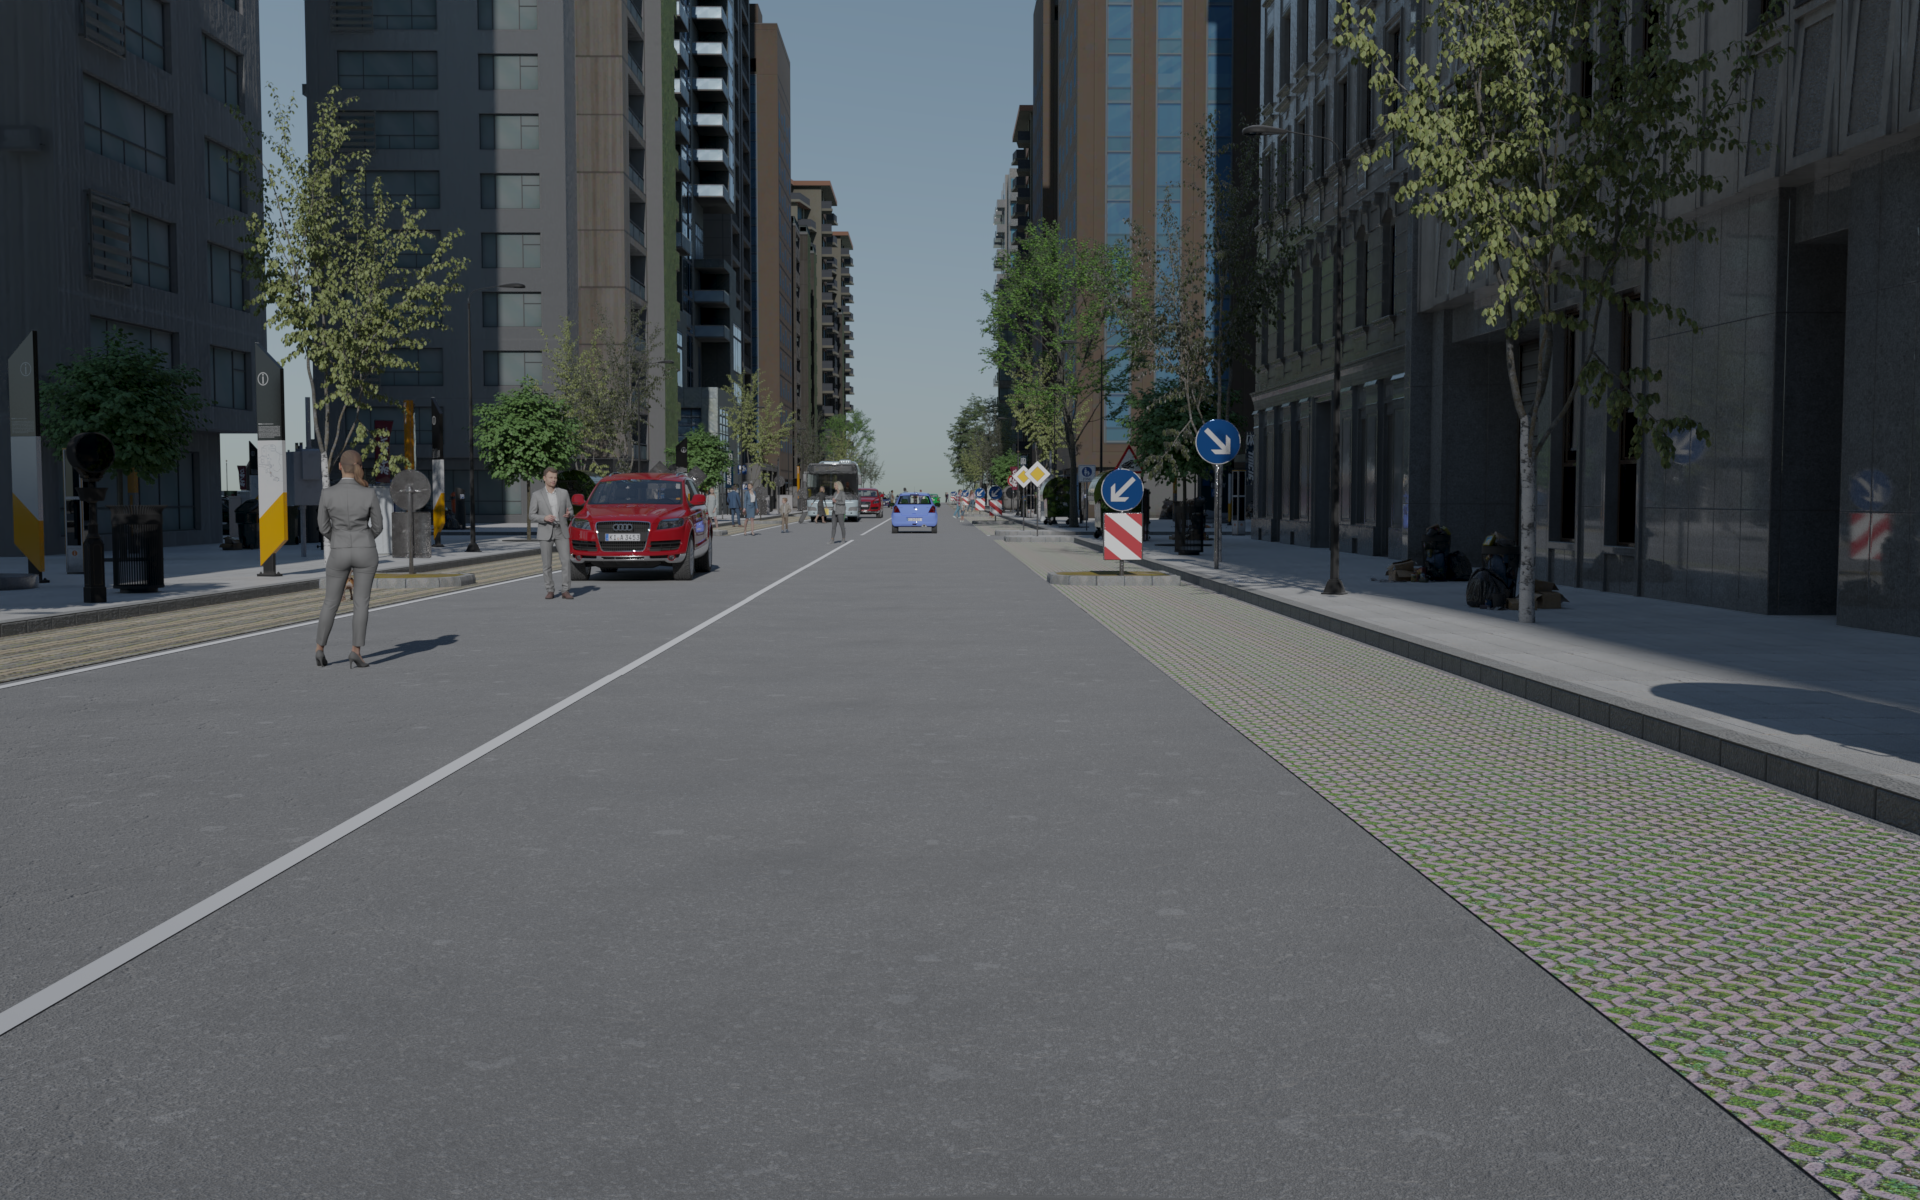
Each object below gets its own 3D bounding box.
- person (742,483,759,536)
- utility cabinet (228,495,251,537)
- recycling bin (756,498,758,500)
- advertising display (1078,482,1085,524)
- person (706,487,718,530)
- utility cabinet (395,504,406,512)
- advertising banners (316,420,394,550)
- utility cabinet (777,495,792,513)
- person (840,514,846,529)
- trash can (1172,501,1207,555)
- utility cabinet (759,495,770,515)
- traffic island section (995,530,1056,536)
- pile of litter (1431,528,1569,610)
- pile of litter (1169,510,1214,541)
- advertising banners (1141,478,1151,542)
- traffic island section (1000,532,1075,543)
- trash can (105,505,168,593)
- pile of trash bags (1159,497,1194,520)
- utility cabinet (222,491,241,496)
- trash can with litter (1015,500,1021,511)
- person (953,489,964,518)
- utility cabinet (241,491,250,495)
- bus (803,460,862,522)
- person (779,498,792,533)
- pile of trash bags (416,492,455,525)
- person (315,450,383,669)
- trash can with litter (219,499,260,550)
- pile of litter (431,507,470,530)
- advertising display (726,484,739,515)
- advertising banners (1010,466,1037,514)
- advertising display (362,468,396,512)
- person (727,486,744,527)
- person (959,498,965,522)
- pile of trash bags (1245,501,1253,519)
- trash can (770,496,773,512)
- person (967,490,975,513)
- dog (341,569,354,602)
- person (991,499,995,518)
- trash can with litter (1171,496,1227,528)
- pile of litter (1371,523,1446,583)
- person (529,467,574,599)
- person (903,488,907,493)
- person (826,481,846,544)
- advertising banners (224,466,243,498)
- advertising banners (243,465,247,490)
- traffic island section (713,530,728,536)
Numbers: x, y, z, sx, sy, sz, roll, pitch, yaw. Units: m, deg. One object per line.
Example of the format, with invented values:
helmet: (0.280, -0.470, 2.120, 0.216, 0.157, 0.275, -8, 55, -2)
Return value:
person: (-7.231, -3.125, 59.620, 0.581, 1.822, 0.654, -1, 4, -23)
utility cabinet: (-21.420, -2.470, 51.540, 0.306, 1.237, 1.020, -3, 5, -42)
recycling bin: (-13.489, -6.063, 111.678, 0.722, 1.027, 0.722, -2, 4, -28)
advertising display: (5.286, -4.286, 75.283, 0.123, 1.923, 0.974, 1, 4, 13)
person: (-9.307, -3.399, 65.071, 0.512, 1.701, 0.522, 0, 4, -1)
utility cabinet: (-22.652, -3.587, 69.808, 1.020, 1.237, 0.306, 0, 4, 3)
advertising banners: (-14.055, -2.700, 40.328, 0.090, 3.025, 2.074, 3, 4, 37)
utility cabinet: (-12.055, -6.612, 119.273, 1.020, 1.237, 0.306, -2, 4, -30)
person: (-4.800, -3.564, 71.016, 0.306, 1.304, 0.590, 1, 4, 16)
trash can: (4.820, -1.516, 36.435, 0.748, 1.137, 0.748, 0, 3, 0)
utility cabinet: (-12.247, -5.946, 108.372, 0.306, 1.237, 1.020, -2, 4, -32)
traffic island section: (2.242, -2.337, 60.486, 2.009, 0.180, 2.903, 0, 4, -1)
pile of litter: (6.430, -0.356, 19.787, 1.719, 0.858, 1.176, -3, 5, -39)
pile of litter: (6.467, -2.105, 48.389, 1.176, 0.858, 1.719, 0, 4, -6)
advertising banners: (5.009, -3.099, 46.862, 0.090, 3.025, 2.074, 1, 4, 13)
traffic island section: (2.364, -1.848, 52.501, 2.009, 0.180, 2.903, 0, 4, -1)
trash can: (-10.715, -0.668, 22.574, 0.748, 1.137, 0.748, 0, 3, 0)
pile of trash bags: (11.644, -4.728, 87.049, 3.447, 1.369, 1.912, 3, 4, 36)
utility cabinet: (-47.668, -6.365, 112.742, 0.318, 1.500, 1.173, 3, 5, 44)
trash can with litter: (4.615, -7.373, 131.930, 0.624, 1.170, 1.055, -3, 4, -37)
person: (-0.097, -5.712, 102.727, 0.643, 1.720, 0.563, 0, 4, 6)
utility cabinet: (-47.660, -6.512, 115.153, 0.318, 1.500, 1.173, 1, 4, 20)
bus: (-6.628, -5.958, 92.266, 2.948, 3.499, 13.247, 0, 4, -3)
person: (-6.434, -3.123, 63.836, 0.475, 1.303, 0.640, 0, 4, 3)
pile of trash bags: (-22.392, -3.828, 72.337, 3.447, 1.369, 1.912, -2, 4, -34)
person: (-5.058, -0.339, 14.320, 0.520, 1.790, 0.573, -2, 4, -29)
trash can with litter: (-16.481, -1.740, 39.831, 0.624, 1.170, 1.055, 1, 4, 19)
pile of litter: (-18.325, -2.949, 62.175, 1.719, 0.858, 1.176, 3, 4, 38)
advertising display: (-13.906, -6.155, 105.847, 0.123, 1.923, 0.974, 3, 5, 39)
advertising banners: (4.201, -6.942, 109.697, 2.074, 3.025, 0.090, 0, 4, 6)
advertising display: (-14.410, -2.293, 42.706, 0.974, 1.923, 0.123, 0, 4, 5)
person: (-9.735, -4.055, 74.982, 0.721, 1.800, 0.419, 1, 4, 17)
person: (0.108, -4.593, 88.273, 0.352, 1.250, 0.332, 1, 4, 21)
pile of trash bags: (14.658, -4.854, 89.113, 1.912, 1.369, 3.447, -2, 4, -26)
trash can: (-13.559, -6.792, 122.699, 0.748, 1.137, 0.748, 0, 3, 0)
person: (0.764, -7.230, 127.296, 0.593, 1.750, 0.643, -1, 4, -22)
dog: (-8.165, -0.232, 23.075, 0.540, 0.507, 0.406, 2, 4, 25)
person: (1.987, -5.595, 104.643, 0.373, 1.253, 0.362, -2, 4, -35)
trash can with litter: (8.973, -3.357, 65.939, 1.678, 1.210, 2.233, -2, 4, -34)
pile of litter: (6.845, -0.713, 25.617, 1.719, 0.858, 1.176, -1, 4, -10)
person: (-5.525, -0.910, 23.573, 0.606, 1.804, 0.583, -2, 4, -30)
person: (-3.043, -5.451, 97.811, 0.721, 1.800, 0.419, -1, 4, -13)
person: (-3.518, -2.514, 49.780, 0.526, 1.800, 0.537, -3, 4, -36)
advertising banners: (-27.771, -4.152, 64.067, 2.074, 3.025, 0.090, -1, 4, -19)
advertising banners: (-42.893, -6.684, 105.477, 2.074, 3.025, 0.090, -1, 4, -16)
traffic island section: (-9.198, -2.326, 60.317, 2.009, 0.180, 2.903, 0, 4, -1)
